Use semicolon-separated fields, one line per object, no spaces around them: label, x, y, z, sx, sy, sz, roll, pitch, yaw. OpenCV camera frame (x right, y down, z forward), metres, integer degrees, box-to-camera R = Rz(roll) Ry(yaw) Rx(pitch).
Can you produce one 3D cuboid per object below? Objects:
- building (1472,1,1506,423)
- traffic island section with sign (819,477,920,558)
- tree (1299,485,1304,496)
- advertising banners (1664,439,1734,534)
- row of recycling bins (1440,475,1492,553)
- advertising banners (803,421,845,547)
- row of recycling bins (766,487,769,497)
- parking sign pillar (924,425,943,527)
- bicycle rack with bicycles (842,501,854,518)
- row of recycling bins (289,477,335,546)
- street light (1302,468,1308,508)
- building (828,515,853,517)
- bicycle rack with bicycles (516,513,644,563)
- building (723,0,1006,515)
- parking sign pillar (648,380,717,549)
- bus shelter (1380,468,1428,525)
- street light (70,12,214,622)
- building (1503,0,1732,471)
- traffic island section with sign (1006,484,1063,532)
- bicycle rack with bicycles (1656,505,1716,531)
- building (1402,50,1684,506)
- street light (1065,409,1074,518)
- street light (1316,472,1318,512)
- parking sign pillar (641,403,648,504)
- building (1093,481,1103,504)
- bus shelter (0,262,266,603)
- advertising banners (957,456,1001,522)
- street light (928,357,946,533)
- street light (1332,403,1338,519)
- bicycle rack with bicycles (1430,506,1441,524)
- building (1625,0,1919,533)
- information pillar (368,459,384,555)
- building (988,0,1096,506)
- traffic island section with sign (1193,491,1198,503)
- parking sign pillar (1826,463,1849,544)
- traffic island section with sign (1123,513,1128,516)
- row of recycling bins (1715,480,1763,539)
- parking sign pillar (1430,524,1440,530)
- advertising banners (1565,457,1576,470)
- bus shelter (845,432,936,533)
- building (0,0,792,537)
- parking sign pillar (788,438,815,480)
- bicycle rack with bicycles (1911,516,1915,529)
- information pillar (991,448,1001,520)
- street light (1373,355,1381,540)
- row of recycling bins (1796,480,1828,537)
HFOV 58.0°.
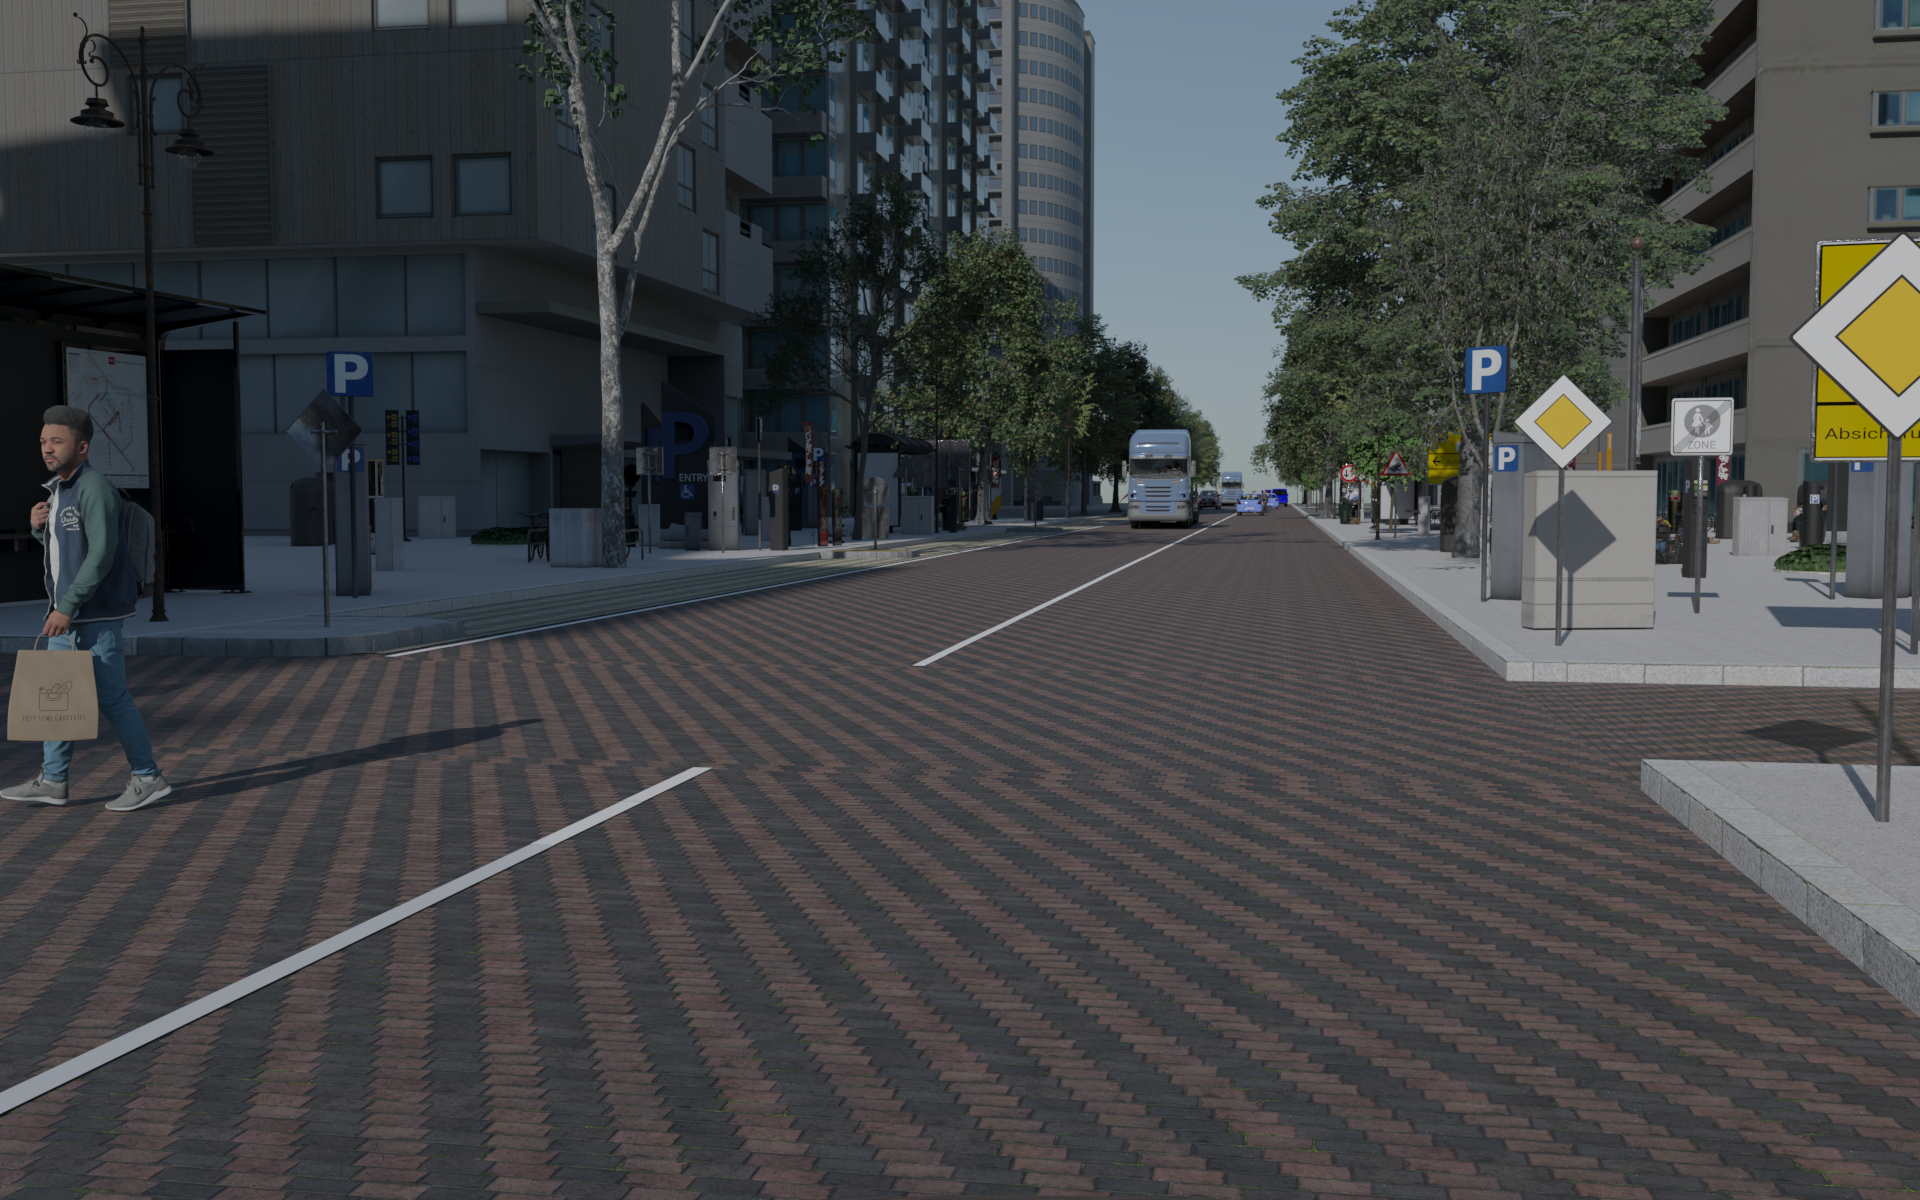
building;51.440;-31.349;132.169;23.786;49.044;30.456;1;4;10
traffic island section with sign;-1.980;-1.872;39.235;1.989;1.847;2.006;1;4;10
tree;47.689;-17.667;239.214;4.737;8.622;4.395;0;3;0
advertising banners;23.543;-3.607;55.161;2.074;3.025;0.090;0;4;5
row of recycling bins;11.961;-1.962;39.196;3.534;1.692;1.069;-3;5;-44
advertising banners;-3.339;-2.822;42.321;0.090;3.025;2.074;2;4;24
row of recycling bins;-11.164;-5.221;92.483;1.069;1.692;3.534;1;4;20
parking sign pillar;-1.032;-4.809;67.100;1.447;3.967;1.447;1;4;16
bicycle rack with bicycles;-5.168;-4.752;91.070;2.925;0.926;2.852;-3;5;-42
row of recycling bins;-16.423;-2.260;44.062;1.069;1.692;3.534;-1;4;-16
street light;32.613;-11.612;162.638;0.468;5.910;1.993;1;4;10
building;-14.292;-29.949;109.267;23.786;49.044;30.456;1;4;10
bicycle rack with bicycles;-7.277;-1.200;32.999;2.852;0.926;2.925;0;4;2
building;-9.299;-31.791;139.390;23.786;49.044;30.456;1;4;10
parking sign pillar;-6.415;-3.206;40.897;1.447;3.967;1.447;0;4;3
bus shelter;17.692;-4.599;69.113;2.014;3.302;5.546;1;4;10
street light;-8.076;-2.722;17.285;0.468;5.910;1.993;1;4;10
building;42.003;-26.170;111.476;14.154;41.232;14.086;1;4;10
traffic island section with sign;2.872;-3.494;65.751;1.989;1.847;2.006;1;4;10
bicycle rack with bicycles;24.410;-2.788;58.959;2.852;0.926;2.925;-2;4;-28
building;66.436;-37.500;202.365;28.713;52.752;27.495;1;4;10
street light;5.808;-7.322;92.510;0.468;5.910;1.993;1;4;10
street light;25.357;-9.187;122.991;0.468;5.910;1.993;1;4;10
parking sign pillar;-8.989;-3.877;51.866;1.447;3.967;1.447;2;4;26
building;2.152;-32.800;228.165;32.217;40.220;23.993;1;4;10
bus shelter;-10.278;-1.720;19.405;1.731;3.624;6.357;1;4;11
advertising banners;0.900;-5.085;79.323;2.074;3.025;0.090;0;4;-5
street light;-0.763;-5.141;56.842;0.468;5.910;1.993;1;4;10
street light;19.069;-7.045;87.979;0.468;5.910;1.993;1;4;10
bicycle rack with bicycles;21.393;-3.740;74.530;2.925;0.926;2.852;1;4;23
building;38.288;-26.914;63.739;21.300;48.544;21.600;1;4;10
information pillar;-12.412;-1.969;36.690;0.304;2.012;0.304;0;4;8
building;3.588;-40.293;200.789;21.231;58.520;28.212;1;4;10
traffic island section with sign;26.592;-11.404;195.082;1.989;1.847;2.006;1;4;10
parking sign pillar;19.823;-3.032;38.041;1.447;3.967;1.447;-3;5;-43
traffic island section with sign;11.851;-6.485;114.652;1.989;1.847;2.006;1;4;10
row of recycling bins;22.752;-2.662;50.643;1.069;1.692;3.534;2;4;32
parking sign pillar;17.693;-4.531;62.552;1.447;3.967;1.447;1;4;10
advertising banners;18.759;-3.599;55.027;0.090;3.025;2.074;-2;4;-30
bus shelter;-2.259;-3.976;58.938;2.014;3.302;5.546;1;4;11
building;-23.006;-29.037;63.991;28.713;52.752;27.495;1;4;10
parking sign pillar;-7.513;-5.730;82.159;1.447;3.967;1.447;0;4;-5
bicycle rack with bicycles;29.040;-2.379;52.271;2.852;0.926;2.925;-2;4;-24
information pillar;1.806;-5.831;86.688;0.504;3.616;0.183;-1;4;-12
street light;11.718;-4.626;48.429;0.468;5.910;1.993;1;4;10
row of recycling bins;26.347;-2.825;53.302;1.069;1.692;3.534;1;4;20
